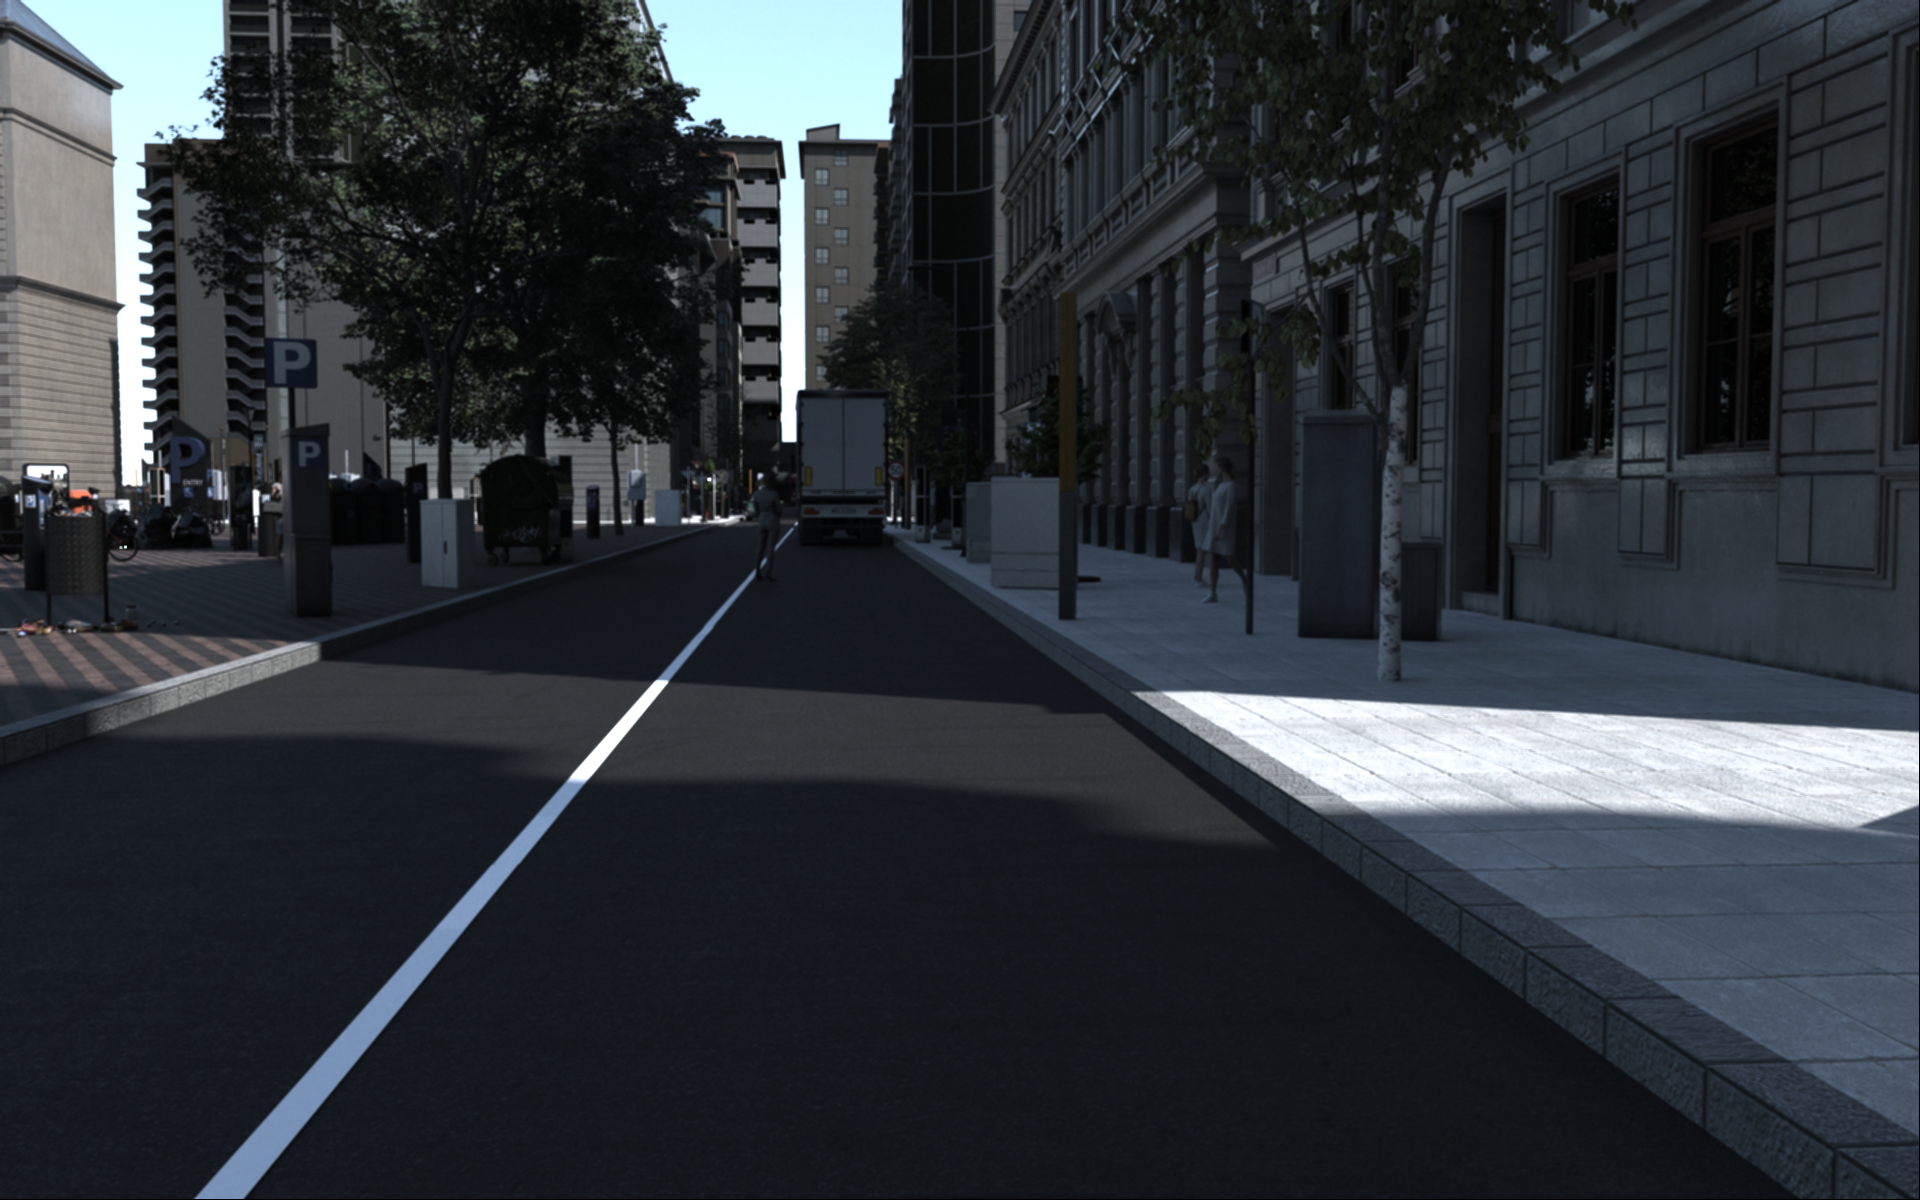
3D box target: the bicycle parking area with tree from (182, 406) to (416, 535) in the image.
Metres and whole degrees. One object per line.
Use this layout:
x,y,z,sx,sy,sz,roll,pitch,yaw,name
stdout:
-20.735,-4.284,57.039,8.231,4.147,9.016,0,4,6,bicycle parking area with tree

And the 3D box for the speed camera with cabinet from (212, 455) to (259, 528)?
-27.952,-4.407,66.396,2.038,3.252,0.660,1,4,12,speed camera with cabinet

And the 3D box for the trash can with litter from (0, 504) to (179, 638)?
-8.661,-0.316,16.218,2.233,1.210,1.678,-1,4,-11,trash can with litter

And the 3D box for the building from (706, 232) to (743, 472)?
-31.054,-25.497,188.571,14.160,30.474,14.107,0,4,-5,building

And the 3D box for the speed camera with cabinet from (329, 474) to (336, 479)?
-29.499,-5.213,79.569,0.660,3.252,2.038,1,4,18,speed camera with cabinet

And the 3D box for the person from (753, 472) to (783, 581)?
-3.147,-1.209,28.547,0.520,1.790,0.573,0,4,7,person

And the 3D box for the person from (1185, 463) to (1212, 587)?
3.326,-1.027,23.836,0.522,1.701,0.512,-2,4,-31,person

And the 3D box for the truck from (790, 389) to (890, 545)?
-3.686,-3.862,52.056,2.839,4.237,11.283,0,4,-6,truck

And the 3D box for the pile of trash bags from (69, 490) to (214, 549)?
-19.244,-1.865,40.244,1.912,1.369,3.447,1,4,23,pile of trash bags

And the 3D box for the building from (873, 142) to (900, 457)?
0.543,-34.181,213.488,22.147,44.769,28.867,0,4,-5,building

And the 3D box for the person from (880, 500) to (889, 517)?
-4.350,-5.685,98.801,0.655,1.846,0.447,1,4,9,person

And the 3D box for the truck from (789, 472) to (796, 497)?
-20.614,-14.338,223.335,2.839,4.237,11.283,0,4,-5,truck

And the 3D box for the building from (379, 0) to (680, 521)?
-22.114,-19.409,94.830,11.434,29.767,29.804,0,4,-5,building

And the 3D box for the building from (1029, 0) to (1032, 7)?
16.603,-24.936,99.580,23.993,40.220,32.217,0,4,-5,building

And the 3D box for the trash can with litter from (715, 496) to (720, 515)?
-14.735,-5.609,103.091,1.055,1.170,0.624,0,4,5,trash can with litter

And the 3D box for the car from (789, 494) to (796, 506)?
-19.537,-12.201,208.527,2.155,1.783,4.494,0,4,-3,car

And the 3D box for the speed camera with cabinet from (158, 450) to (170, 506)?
-35.388,-5.094,77.617,0.660,3.252,2.038,-3,5,-43,speed camera with cabinet

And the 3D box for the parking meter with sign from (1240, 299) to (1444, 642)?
3.410,-1.174,15.449,1.738,3.016,0.543,1,4,23,parking meter with sign

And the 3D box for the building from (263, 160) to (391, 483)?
-76.983,-32.498,214.941,14.086,41.232,14.154,0,4,-5,building

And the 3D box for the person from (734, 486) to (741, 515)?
-13.727,-6.156,106.882,0.526,1.800,0.537,1,4,16,person

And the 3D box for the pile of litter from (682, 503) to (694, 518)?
-15.004,-4.784,92.176,1.719,0.858,1.176,-1,4,-13,pile of litter

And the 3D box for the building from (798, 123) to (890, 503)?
-9.707,-40.723,255.055,27.495,52.752,28.713,0,4,-5,building

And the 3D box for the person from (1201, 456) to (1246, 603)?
3.160,-0.845,20.613,0.760,1.731,0.466,-3,5,-44,person

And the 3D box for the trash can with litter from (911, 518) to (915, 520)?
-1.844,-4.566,85.704,1.678,1.210,2.233,-2,4,-25,trash can with litter

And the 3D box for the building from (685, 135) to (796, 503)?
-37.139,-40.592,252.923,27.495,52.752,28.713,0,4,-5,building

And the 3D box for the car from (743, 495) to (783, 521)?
-10.518,-4.950,92.728,2.131,1.459,4.920,0,4,-5,car

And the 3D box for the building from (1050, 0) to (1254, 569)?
8.364,-12.827,38.602,11.050,23.489,19.941,0,4,-5,building

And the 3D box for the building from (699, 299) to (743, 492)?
-35.517,-19.689,166.960,27.650,21.520,28.899,0,4,-5,building

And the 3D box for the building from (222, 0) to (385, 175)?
-89.578,-49.261,243.675,20.611,71.187,20.563,0,4,-5,building

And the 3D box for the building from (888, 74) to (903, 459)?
3.855,-34.514,183.918,23.786,49.044,30.456,0,4,-5,building

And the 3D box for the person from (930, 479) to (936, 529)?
-1.013,-3.490,62.966,0.638,1.841,0.748,2,4,26,person

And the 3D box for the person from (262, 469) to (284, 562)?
-12.743,-1.601,32.571,0.716,1.782,0.532,-3,5,-44,person

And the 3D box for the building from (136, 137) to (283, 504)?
-91.068,-34.460,213.530,14.200,45.320,14.600,0,4,-5,building

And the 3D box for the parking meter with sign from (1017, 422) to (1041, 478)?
1.612,-2.736,40.993,0.543,3.016,1.738,1,4,14,parking meter with sign

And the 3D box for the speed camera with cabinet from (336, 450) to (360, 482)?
-26.845,-5.098,77.681,2.038,3.252,0.660,2,4,27,speed camera with cabinet

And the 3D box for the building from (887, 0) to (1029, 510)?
3.677,-43.151,143.764,20.563,71.187,20.611,0,4,-5,building

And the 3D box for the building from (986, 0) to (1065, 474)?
7.053,-11.871,58.712,10.561,19.102,19.286,0,4,-5,building

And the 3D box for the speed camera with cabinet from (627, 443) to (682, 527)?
-11.950,-4.490,67.748,2.038,3.252,0.660,0,4,-3,speed camera with cabinet

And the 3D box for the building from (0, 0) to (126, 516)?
-55.333,-17.486,83.158,25.104,27.353,12.463,0,4,-5,building

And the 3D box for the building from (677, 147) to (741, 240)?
-40.128,-34.190,213.638,28.867,44.769,22.147,0,4,-5,building

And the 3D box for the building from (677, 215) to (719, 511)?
-25.531,-18.715,125.057,14.314,24.678,30.058,0,4,-5,building

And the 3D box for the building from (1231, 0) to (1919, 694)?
10.494,-11.136,18.225,11.583,22.565,21.152,0,4,-5,building

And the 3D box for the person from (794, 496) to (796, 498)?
-15.596,-9.594,165.880,0.721,1.766,1.217,2,4,27,person

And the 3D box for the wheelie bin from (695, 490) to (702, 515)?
-15.534,-5.883,104.092,0.693,1.594,0.980,-1,4,-18,wheelie bin
